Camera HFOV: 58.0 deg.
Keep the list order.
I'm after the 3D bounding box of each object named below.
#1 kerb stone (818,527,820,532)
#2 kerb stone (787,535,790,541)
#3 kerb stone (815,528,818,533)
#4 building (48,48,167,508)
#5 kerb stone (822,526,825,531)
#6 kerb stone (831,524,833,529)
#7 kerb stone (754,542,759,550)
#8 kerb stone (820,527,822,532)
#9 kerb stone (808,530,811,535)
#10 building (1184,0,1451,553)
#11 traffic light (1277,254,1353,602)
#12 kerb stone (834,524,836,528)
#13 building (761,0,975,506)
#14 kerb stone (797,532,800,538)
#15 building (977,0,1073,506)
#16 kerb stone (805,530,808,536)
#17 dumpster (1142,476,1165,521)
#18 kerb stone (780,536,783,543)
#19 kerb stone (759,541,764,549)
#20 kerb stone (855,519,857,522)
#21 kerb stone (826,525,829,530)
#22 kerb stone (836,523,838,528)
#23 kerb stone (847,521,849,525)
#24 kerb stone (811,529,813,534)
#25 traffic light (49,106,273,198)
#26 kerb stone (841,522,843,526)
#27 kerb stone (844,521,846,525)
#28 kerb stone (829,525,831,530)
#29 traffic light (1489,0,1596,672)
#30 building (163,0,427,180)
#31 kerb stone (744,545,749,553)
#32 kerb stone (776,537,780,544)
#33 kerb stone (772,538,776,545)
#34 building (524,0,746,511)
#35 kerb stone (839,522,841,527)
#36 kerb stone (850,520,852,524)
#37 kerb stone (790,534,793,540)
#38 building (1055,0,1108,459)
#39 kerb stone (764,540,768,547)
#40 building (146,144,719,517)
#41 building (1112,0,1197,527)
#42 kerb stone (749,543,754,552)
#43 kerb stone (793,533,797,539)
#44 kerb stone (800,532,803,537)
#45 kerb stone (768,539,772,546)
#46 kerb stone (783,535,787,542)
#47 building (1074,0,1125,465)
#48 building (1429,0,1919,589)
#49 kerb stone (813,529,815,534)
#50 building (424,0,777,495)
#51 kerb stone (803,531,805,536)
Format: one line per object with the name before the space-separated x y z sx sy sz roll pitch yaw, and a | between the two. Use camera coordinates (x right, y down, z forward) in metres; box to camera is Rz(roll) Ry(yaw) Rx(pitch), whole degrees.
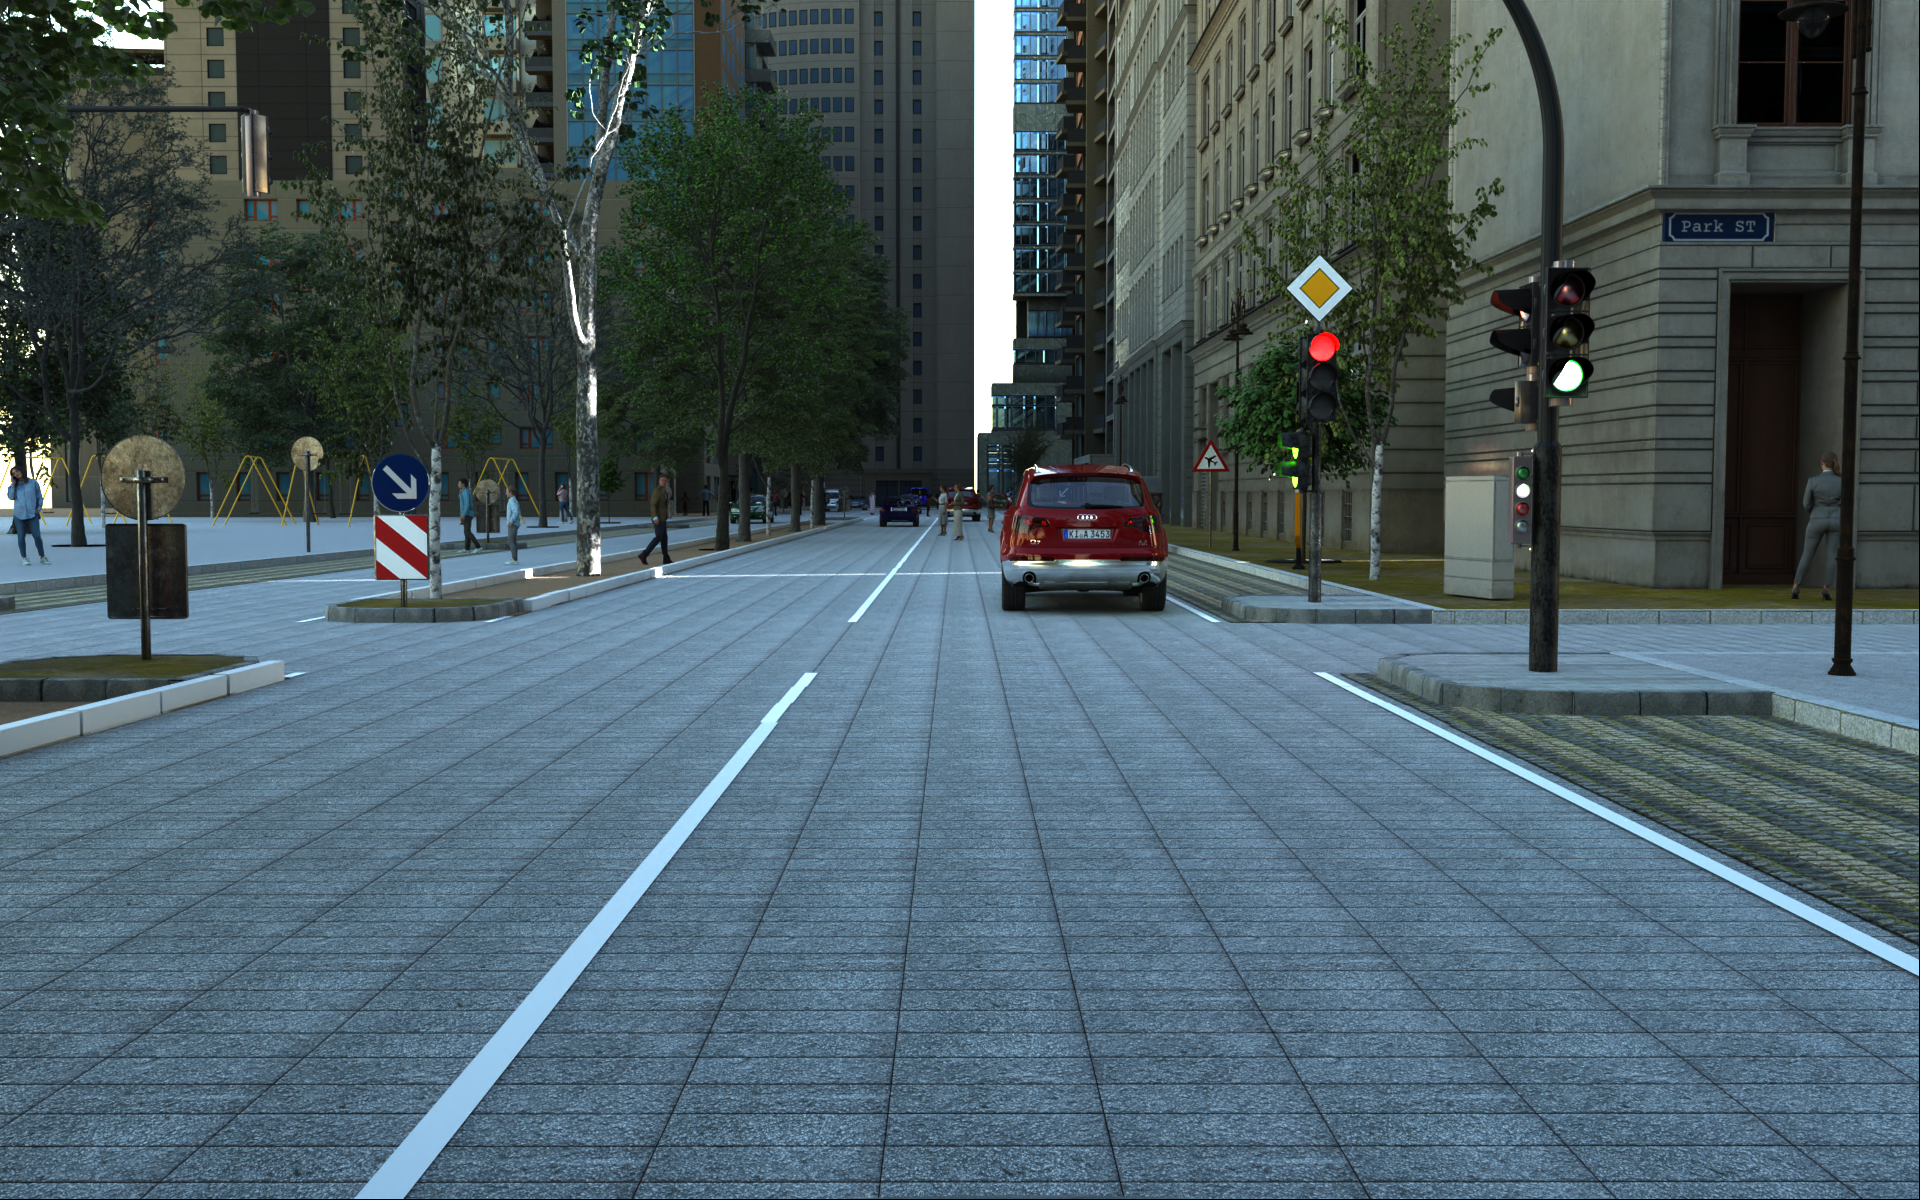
kerb stone | -5.337 -2.531 63.625 0.120 0.150 1.000 0 3 0
kerb stone | -5.310 -1.845 52.358 0.120 0.150 1.000 0 3 0
kerb stone | -5.334 -2.471 62.601 0.120 0.150 1.000 0 3 0
building | -75.341 -29.280 162.317 14.086 41.232 14.154 0 3 0
kerb stone | -5.332 -2.659 65.679 0.120 0.150 1.000 0 3 0
kerb stone | -5.330 -2.911 69.795 0.120 0.150 1.000 0 3 0
kerb stone | -5.312 -1.340 44.161 0.120 0.150 1.000 0 3 0
kerb stone | -5.338 -2.593 64.647 0.120 0.150 1.000 0 3 0
kerb stone | -5.328 -2.282 59.530 0.120 0.150 1.000 0 3 0
building | 16.081 -13.310 50.908 16.112 22.955 30.059 0 3 0
traffic light | 4.194 -1.929 20.458 0.839 4.253 0.868 0 3 0
kerb stone | -5.349 -3.037 71.842 0.120 0.150 1.000 0 3 0
building | -12.482 -39.658 190.405 28.212 58.520 21.231 0 3 0
kerb stone | -5.323 -2.033 55.427 0.120 0.150 1.000 0 3 0
building | 17.415 -53.690 190.495 31.000 86.520 22.319 0 3 0
kerb stone | -5.323 -2.221 58.501 0.120 0.150 1.000 0 3 0
dumpster | 3.949 -2.046 41.674 1.865 1.857 1.264 0 4 1
kerb stone | -5.317 -1.715 50.307 0.120 0.150 1.000 0 3 0
kerb stone | -5.304 -1.406 45.186 0.120 0.150 1.000 0 3 0
kerb stone | -5.359 -3.909 86.199 0.120 0.150 1.000 0 3 0
kerb stone | -5.330 -2.775 67.726 0.120 0.150 1.000 0 3 0
kerb stone | -5.340 -3.094 72.865 0.120 0.150 1.000 0 3 0
kerb stone | -5.345 -3.536 80.047 0.120 0.150 1.000 0 3 0
kerb stone | -5.326 -2.346 60.552 0.120 0.150 1.000 0 3 0
traffic light | -10.575 -2.801 20.460 4.771 5.953 1.251 0 3 0
kerb stone | -5.344 -3.287 75.946 0.120 0.150 1.000 0 3 0
kerb stone | -5.349 -3.413 77.996 0.120 0.150 1.000 0 3 0
kerb stone | -5.335 -2.841 68.753 0.120 0.150 1.000 0 3 0
traffic light | 2.112 -2.303 12.330 4.771 5.953 1.251 0 3 0
building | -57.990 -44.071 158.811 20.611 71.187 20.563 0 3 0
kerb stone | -5.302 -1.214 42.115 0.120 0.150 1.000 0 3 0
kerb stone | -5.311 -1.656 49.279 0.120 0.150 1.000 0 3 0
kerb stone | -5.305 -1.594 48.257 0.120 0.150 1.000 0 3 0
building | -23.971 -29.424 131.189 14.600 45.320 14.200 0 3 0
kerb stone | -5.343 -3.220 74.910 0.120 0.150 1.000 0 3 0
kerb stone | -5.351 -3.664 82.105 0.120 0.150 1.000 0 3 0
kerb stone | -5.330 -1.907 53.380 0.120 0.150 1.000 0 3 0
building | 18.777 -29.335 134.246 22.147 44.769 28.867 0 3 0
kerb stone | -5.307 -1.469 46.208 0.120 0.150 1.000 0 3 0
building | -31.022 -16.215 110.154 27.650 21.520 28.899 0 3 0
building | 13.987 -18.542 80.658 11.434 29.767 29.804 0 3 0
kerb stone | -5.306 -1.279 43.137 0.120 0.150 1.000 0 3 0
kerb stone | -5.321 -1.970 54.404 0.120 0.150 1.000 0 3 0
kerb stone | -5.321 -2.093 56.451 0.120 0.150 1.000 0 3 0
kerb stone | -5.314 -1.531 47.231 0.120 0.150 1.000 0 3 0
kerb stone | -5.315 -1.781 51.333 0.120 0.150 1.000 0 3 0
building | 19.060 -44.030 158.149 20.563 71.187 20.611 0 3 0
building | 19.112 -11.713 27.670 21.152 22.565 11.583 0 3 0
kerb stone | -5.329 -2.406 61.576 0.120 0.150 1.000 0 3 0
building | -32.276 -32.873 157.084 30.456 49.044 23.786 0 3 0
kerb stone | -5.324 -2.157 57.479 0.120 0.150 1.000 0 3 0
